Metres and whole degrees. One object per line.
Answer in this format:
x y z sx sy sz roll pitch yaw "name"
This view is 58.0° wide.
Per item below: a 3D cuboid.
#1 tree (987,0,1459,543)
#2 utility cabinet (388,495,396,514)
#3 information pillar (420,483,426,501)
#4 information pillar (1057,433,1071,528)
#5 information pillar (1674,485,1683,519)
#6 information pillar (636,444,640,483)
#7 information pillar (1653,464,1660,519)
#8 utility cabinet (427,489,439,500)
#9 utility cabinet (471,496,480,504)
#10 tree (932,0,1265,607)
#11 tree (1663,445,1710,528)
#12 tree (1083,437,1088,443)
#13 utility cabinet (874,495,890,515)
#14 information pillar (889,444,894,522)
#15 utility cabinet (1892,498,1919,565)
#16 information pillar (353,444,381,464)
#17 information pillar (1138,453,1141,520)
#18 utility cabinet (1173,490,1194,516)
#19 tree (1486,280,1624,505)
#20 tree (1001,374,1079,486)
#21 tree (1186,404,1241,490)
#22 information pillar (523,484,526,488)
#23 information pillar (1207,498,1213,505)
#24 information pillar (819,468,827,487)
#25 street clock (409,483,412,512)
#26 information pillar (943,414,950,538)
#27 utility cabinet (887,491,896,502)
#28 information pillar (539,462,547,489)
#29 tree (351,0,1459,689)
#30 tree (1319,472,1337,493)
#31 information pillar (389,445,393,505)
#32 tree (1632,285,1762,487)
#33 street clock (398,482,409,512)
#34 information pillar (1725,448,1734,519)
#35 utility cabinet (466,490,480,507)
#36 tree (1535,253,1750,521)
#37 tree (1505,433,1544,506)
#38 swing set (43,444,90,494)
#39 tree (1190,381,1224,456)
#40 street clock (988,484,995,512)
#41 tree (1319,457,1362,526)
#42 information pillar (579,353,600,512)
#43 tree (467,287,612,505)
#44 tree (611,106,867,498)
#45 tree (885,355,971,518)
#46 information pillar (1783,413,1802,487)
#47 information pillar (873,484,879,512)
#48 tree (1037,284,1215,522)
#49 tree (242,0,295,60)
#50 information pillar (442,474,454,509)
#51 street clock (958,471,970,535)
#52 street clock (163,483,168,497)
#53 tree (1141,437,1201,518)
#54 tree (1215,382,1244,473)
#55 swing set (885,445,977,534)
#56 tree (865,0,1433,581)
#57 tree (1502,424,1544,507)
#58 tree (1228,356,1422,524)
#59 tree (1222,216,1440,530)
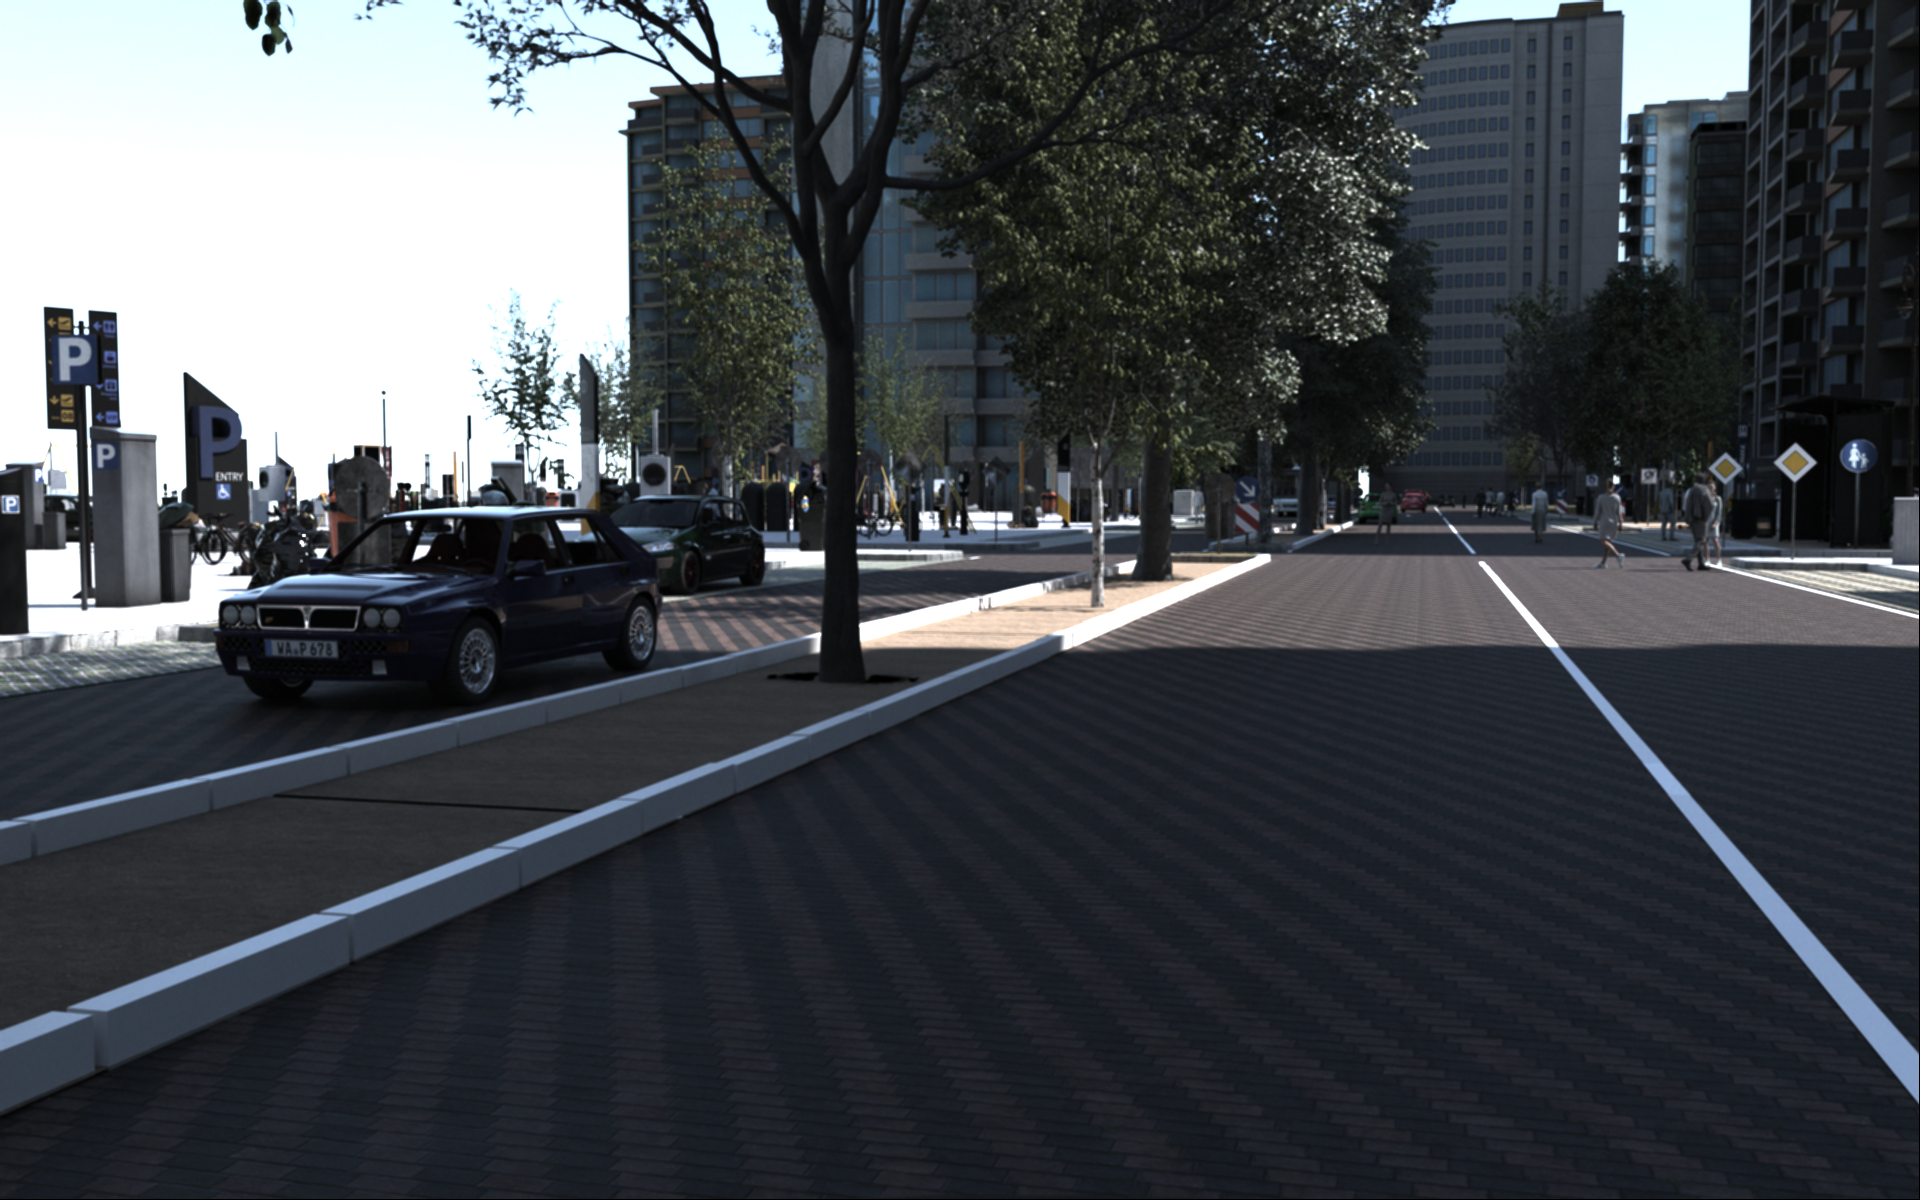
7.502 -11.645 48.735 12.611 20.169 13.585 0 3 0 "tree"
-36.707 -6.169 112.022 0.306 1.237 1.020 0 4 3 "utility cabinet"
-36.071 -6.845 116.409 0.304 2.012 0.304 1 4 17 "information pillar"
3.925 -4.522 65.289 0.504 3.616 0.183 2 4 27 "information pillar"
36.552 -5.117 88.160 0.304 2.012 0.304 0 4 -1 "information pillar"
-15.158 -5.523 81.648 0.183 3.616 0.504 -1 4 -22 "information pillar"
35.741 -5.960 88.796 0.183 3.616 0.504 3 4 36 "information pillar"
-21.142 -3.723 69.542 0.318 1.500 1.173 -2 4 -25 "utility cabinet"
-15.016 -2.670 54.815 1.020 1.237 0.306 -1 4 -19 "utility cabinet"
1.711 -4.190 21.334 4.737 8.622 4.395 0 3 0 "tree"
28.204 -4.405 66.629 1.663 3.219 1.824 0 3 0 "tree"
6.871 -10.037 114.462 4.360 8.622 3.978 0 3 0 "tree"
-4.810 -5.867 107.081 1.020 1.237 0.306 0 4 5 "utility cabinet"
-3.153 -5.446 80.399 0.183 3.616 0.504 -1 4 -16 "information pillar"
17.470 -1.235 31.349 1.020 1.237 0.306 2 4 27 "utility cabinet"
-8.799 -1.301 25.762 0.304 2.012 0.304 3 5 45 "information pillar"
9.043 -5.843 86.886 0.183 3.616 0.504 0 4 3 "information pillar"
12.832 -5.538 99.224 1.173 1.500 0.318 3 5 39 "utility cabinet"
51.882 -18.041 150.866 12.611 20.169 13.585 0 3 0 "tree"
4.309 -9.434 104.609 4.360 8.622 3.978 0 3 0 "tree"
16.772 -10.089 115.320 4.360 8.622 3.978 0 3 0 "tree"
-32.707 -7.691 130.234 0.304 2.012 0.304 3 4 36 "information pillar"
16.192 -6.584 112.147 0.304 2.012 0.304 2 4 28 "information pillar"
-3.819 -2.730 49.121 0.304 2.012 0.304 -1 4 -9 "information pillar"
-34.082 -6.258 106.883 0.358 2.002 0.471 3 5 44 "street clock"
-0.385 -3.662 51.222 0.183 3.616 0.504 0 4 8 "information pillar"
-4.759 -6.395 113.236 1.173 1.500 0.318 1 4 9 "utility cabinet"
-27.504 -7.521 114.319 0.504 3.616 0.183 -3 5 -40 "information pillar"
-0.911 -6.107 12.676 12.009 13.543 11.850 0 3 0 "tree"
22.230 -9.051 100.797 4.360 8.622 3.978 0 3 0 "tree"
-26.918 -5.539 81.923 0.183 3.616 0.504 0 4 -6 "information pillar"
25.800 -6.715 60.160 4.737 8.622 4.395 0 3 0 "tree"
-33.659 -6.103 104.346 0.358 2.002 0.471 1 4 23 "street clock"
39.283 -5.930 88.311 0.183 3.616 0.504 0 4 -2 "information pillar"
-29.666 -5.968 106.255 1.173 1.500 0.318 -2 4 -34 "utility cabinet"
32.622 -10.146 82.890 9.611 12.733 9.660 0 3 0 "tree"
58.872 -14.077 180.527 4.360 8.622 3.978 0 3 0 "tree"
-27.851 -3.536 55.434 2.862 2.851 3.119 1 4 13 "swing set"
20.061 -12.282 126.572 9.928 11.665 9.643 0 3 0 "tree"
2.230 -7.111 120.827 0.471 2.002 0.358 2 4 26 "street clock"
16.193 -7.575 76.665 4.737 8.622 4.395 0 3 0 "tree"
-6.135 -2.282 28.672 0.183 3.616 0.504 -3 5 -42 "information pillar"
-15.132 -6.771 61.075 4.737 8.622 4.395 0 3 0 "tree"
-4.337 -5.117 34.024 4.737 8.622 4.395 0 3 0 "tree"
-1.265 -8.598 90.934 4.360 8.622 3.978 0 3 0 "tree"
23.310 -3.498 48.549 0.504 3.616 0.183 1 4 19 "information pillar"
-6.007 -7.308 123.971 0.304 2.012 0.304 -3 5 -43 "information pillar"
7.212 -9.934 80.544 7.486 12.596 7.792 0 3 0 "tree"
-2.965 -3.170 4.648 4.360 8.622 3.978 0 3 0 "tree"
-18.492 -3.553 62.576 0.304 2.012 0.304 2 4 32 "information pillar"
0.121 -3.045 54.361 0.358 2.002 0.471 -1 4 -23 "street clock"
-51.894 -6.642 113.165 0.358 2.002 0.471 -1 4 -18 "street clock"
11.309 -6.712 93.449 4.285 4.588 4.351 0 3 0 "tree"
14.212 -11.396 104.454 7.486 12.596 7.792 0 3 0 "tree"
-0.935 -3.626 56.900 2.862 2.851 3.119 0 4 -2 "swing set"
3.214 -7.297 28.412 9.857 13.997 8.962 0 3 0 "tree"
56.231 -13.610 172.879 4.737 8.622 4.395 0 3 0 "tree"
18.425 -9.507 83.656 9.928 11.665 9.643 0 3 0 "tree"
14.184 -9.149 69.050 9.611 12.733 9.660 0 3 0 "tree"
